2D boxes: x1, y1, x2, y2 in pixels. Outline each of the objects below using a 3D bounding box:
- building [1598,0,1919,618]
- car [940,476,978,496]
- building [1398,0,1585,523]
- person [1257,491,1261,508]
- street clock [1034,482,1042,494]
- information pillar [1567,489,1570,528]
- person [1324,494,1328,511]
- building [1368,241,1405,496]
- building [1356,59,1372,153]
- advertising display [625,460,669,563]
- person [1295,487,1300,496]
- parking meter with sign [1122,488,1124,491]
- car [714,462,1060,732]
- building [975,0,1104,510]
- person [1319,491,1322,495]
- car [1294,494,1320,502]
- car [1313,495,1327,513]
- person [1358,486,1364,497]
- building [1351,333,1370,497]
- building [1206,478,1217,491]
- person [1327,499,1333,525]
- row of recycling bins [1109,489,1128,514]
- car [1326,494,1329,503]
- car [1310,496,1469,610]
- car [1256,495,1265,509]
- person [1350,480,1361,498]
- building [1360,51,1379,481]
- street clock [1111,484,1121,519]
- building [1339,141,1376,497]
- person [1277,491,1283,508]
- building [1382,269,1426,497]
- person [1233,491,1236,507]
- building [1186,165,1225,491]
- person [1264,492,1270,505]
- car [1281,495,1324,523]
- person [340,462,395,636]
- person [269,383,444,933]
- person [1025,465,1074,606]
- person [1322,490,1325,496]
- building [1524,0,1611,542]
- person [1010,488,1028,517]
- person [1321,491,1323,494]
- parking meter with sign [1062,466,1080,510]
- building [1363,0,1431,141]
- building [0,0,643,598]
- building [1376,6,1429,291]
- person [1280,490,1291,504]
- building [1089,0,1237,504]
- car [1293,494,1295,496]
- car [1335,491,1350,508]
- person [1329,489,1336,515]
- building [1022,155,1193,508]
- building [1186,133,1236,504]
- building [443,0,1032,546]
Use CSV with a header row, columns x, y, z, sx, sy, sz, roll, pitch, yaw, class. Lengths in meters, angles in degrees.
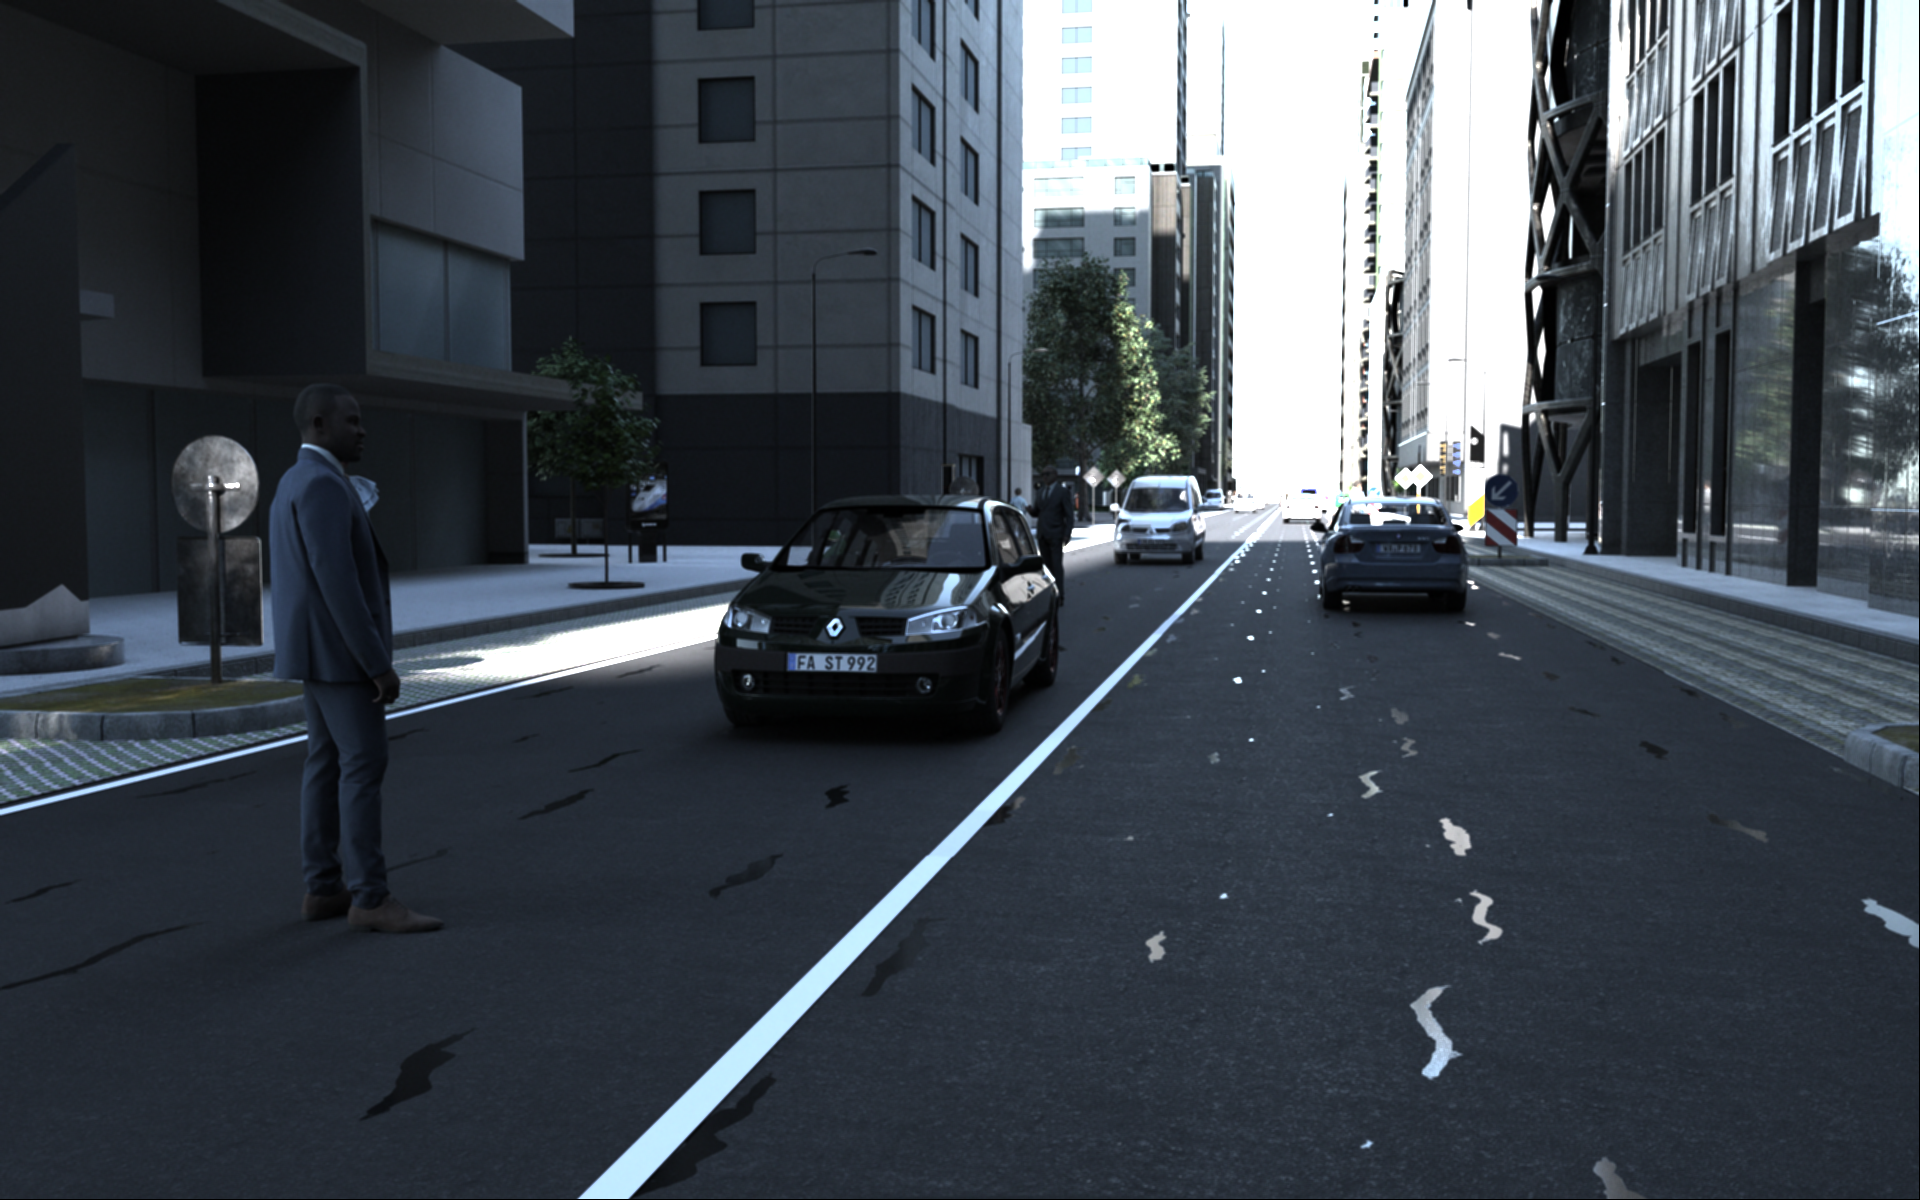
x,y,z,sx,sy,sz,roll,pitch,yaw,class
17.592,-12.672,25.211,12.078,24.808,19.932,1,4,11,building
-0.356,-0.573,19.162,2.009,1.686,4.222,1,4,13,car
30.570,-18.046,88.563,14.314,27.812,24.014,1,4,11,building
30.796,-10.377,178.879,0.721,1.743,1.217,-1,4,-19,person
4.872,-6.342,108.255,0.471,2.002,0.358,3,4,39,street clock
22.908,-3.741,65.662,0.304,2.012,0.304,-3,5,-40,information pillar
31.857,-8.488,150.499,0.599,1.433,0.991,3,4,36,person
36.711,-16.906,131.160,10.420,20.320,16.860,1,4,11,building
73.054,-51.684,283.278,20.563,71.187,20.611,1,4,11,building
-5.856,-1.665,32.434,0.123,1.923,0.974,3,4,38,advertising display
18.916,-5.387,96.679,0.767,1.812,0.694,0,4,-2,person
13.093,-8.845,140.882,1.738,3.016,0.543,0,4,-6,parking meter with sign
-0.360,-0.122,11.787,2.009,1.686,4.222,1,4,10,car
13.674,-44.646,168.208,20.563,71.187,20.611,1,4,11,building
40.715,-11.430,196.054,0.621,1.740,0.551,2,4,35,person
22.965,-6.360,115.787,2.131,1.459,4.920,1,4,11,car
27.327,-7.414,133.582,2.083,1.381,4.827,1,4,9,car
15.723,-3.635,68.197,0.793,1.790,0.793,0,4,7,person
59.343,-21.549,197.362,27.650,21.520,28.899,1,4,11,building
12.311,-30.643,192.900,32.217,40.220,23.993,1,4,11,building
17.029,-4.030,79.402,0.382,1.210,0.505,-1,4,-12,person
11.343,-6.430,112.238,3.534,1.692,1.069,2,4,26,row of recycling bins
53.500,-14.993,254.914,2.009,1.686,4.222,1,4,11,car
5.634,-0.659,22.784,2.014,1.417,4.499,1,4,11,car
28.373,-9.453,166.924,2.083,1.381,4.827,1,4,10,car
11.719,-2.657,51.783,0.795,1.843,0.661,1,4,14,person
50.778,-31.457,168.941,22.147,44.769,28.867,1,4,11,building
7.921,-5.098,87.915,0.358,2.002,0.471,-2,4,-35,street clock
62.280,-37.226,232.341,21.300,48.544,21.600,1,4,11,building
32.921,-10.343,178.411,0.742,1.727,0.445,2,4,25,person
36.502,-15.088,114.133,16.820,18.784,16.811,1,4,11,building
30.388,-11.193,191.520,0.705,1.822,1.348,1,4,16,person
24.622,-32.214,210.285,14.154,41.232,14.086,1,4,11,building
40.467,-13.406,228.237,0.990,1.755,0.434,3,5,43,person
16.947,-4.487,85.725,2.083,1.381,4.827,1,4,12,car
-3.408,-0.048,9.385,0.616,1.811,0.778,-3,4,-38,person
-2.082,0.177,5.791,0.419,1.800,0.721,-3,5,-40,person
1.129,-0.830,22.240,0.661,1.801,0.590,3,4,39,person
33.835,-9.352,161.391,0.705,1.826,1.348,0,4,-5,person
24.534,-11.068,48.421,16.820,18.784,16.811,1,4,11,building
1.612,-2.321,48.255,0.589,1.601,0.330,1,4,10,person
43.044,-12.068,206.345,0.617,1.759,0.750,3,4,37,person
6.771,-6.880,108.744,1.738,3.016,0.543,-2,4,-30,parking meter with sign
68.944,-57.780,257.369,22.319,86.520,31.000,1,4,11,building
-21.418,-26.280,18.912,28.713,52.752,27.495,1,4,11,building
42.867,-28.449,148.741,14.154,41.232,14.086,1,4,11,building
32.972,-10.167,174.758,1.348,1.821,0.705,1,4,22,person
31.026,-50.133,257.928,20.563,71.187,20.611,1,4,11,building
36.122,-10.723,184.113,1.959,1.807,4.718,1,4,10,car
34.223,-8.976,155.550,1.959,1.807,4.718,1,4,11,car
25.472,-6.720,118.545,0.466,1.800,0.511,-1,4,-18,person
12.872,-23.244,151.742,14.160,30.474,14.107,1,4,11,building
26.477,-37.539,237.463,21.300,48.544,21.600,1,4,11,building
-9.492,-37.521,51.715,20.611,71.187,20.563,1,4,11,building
